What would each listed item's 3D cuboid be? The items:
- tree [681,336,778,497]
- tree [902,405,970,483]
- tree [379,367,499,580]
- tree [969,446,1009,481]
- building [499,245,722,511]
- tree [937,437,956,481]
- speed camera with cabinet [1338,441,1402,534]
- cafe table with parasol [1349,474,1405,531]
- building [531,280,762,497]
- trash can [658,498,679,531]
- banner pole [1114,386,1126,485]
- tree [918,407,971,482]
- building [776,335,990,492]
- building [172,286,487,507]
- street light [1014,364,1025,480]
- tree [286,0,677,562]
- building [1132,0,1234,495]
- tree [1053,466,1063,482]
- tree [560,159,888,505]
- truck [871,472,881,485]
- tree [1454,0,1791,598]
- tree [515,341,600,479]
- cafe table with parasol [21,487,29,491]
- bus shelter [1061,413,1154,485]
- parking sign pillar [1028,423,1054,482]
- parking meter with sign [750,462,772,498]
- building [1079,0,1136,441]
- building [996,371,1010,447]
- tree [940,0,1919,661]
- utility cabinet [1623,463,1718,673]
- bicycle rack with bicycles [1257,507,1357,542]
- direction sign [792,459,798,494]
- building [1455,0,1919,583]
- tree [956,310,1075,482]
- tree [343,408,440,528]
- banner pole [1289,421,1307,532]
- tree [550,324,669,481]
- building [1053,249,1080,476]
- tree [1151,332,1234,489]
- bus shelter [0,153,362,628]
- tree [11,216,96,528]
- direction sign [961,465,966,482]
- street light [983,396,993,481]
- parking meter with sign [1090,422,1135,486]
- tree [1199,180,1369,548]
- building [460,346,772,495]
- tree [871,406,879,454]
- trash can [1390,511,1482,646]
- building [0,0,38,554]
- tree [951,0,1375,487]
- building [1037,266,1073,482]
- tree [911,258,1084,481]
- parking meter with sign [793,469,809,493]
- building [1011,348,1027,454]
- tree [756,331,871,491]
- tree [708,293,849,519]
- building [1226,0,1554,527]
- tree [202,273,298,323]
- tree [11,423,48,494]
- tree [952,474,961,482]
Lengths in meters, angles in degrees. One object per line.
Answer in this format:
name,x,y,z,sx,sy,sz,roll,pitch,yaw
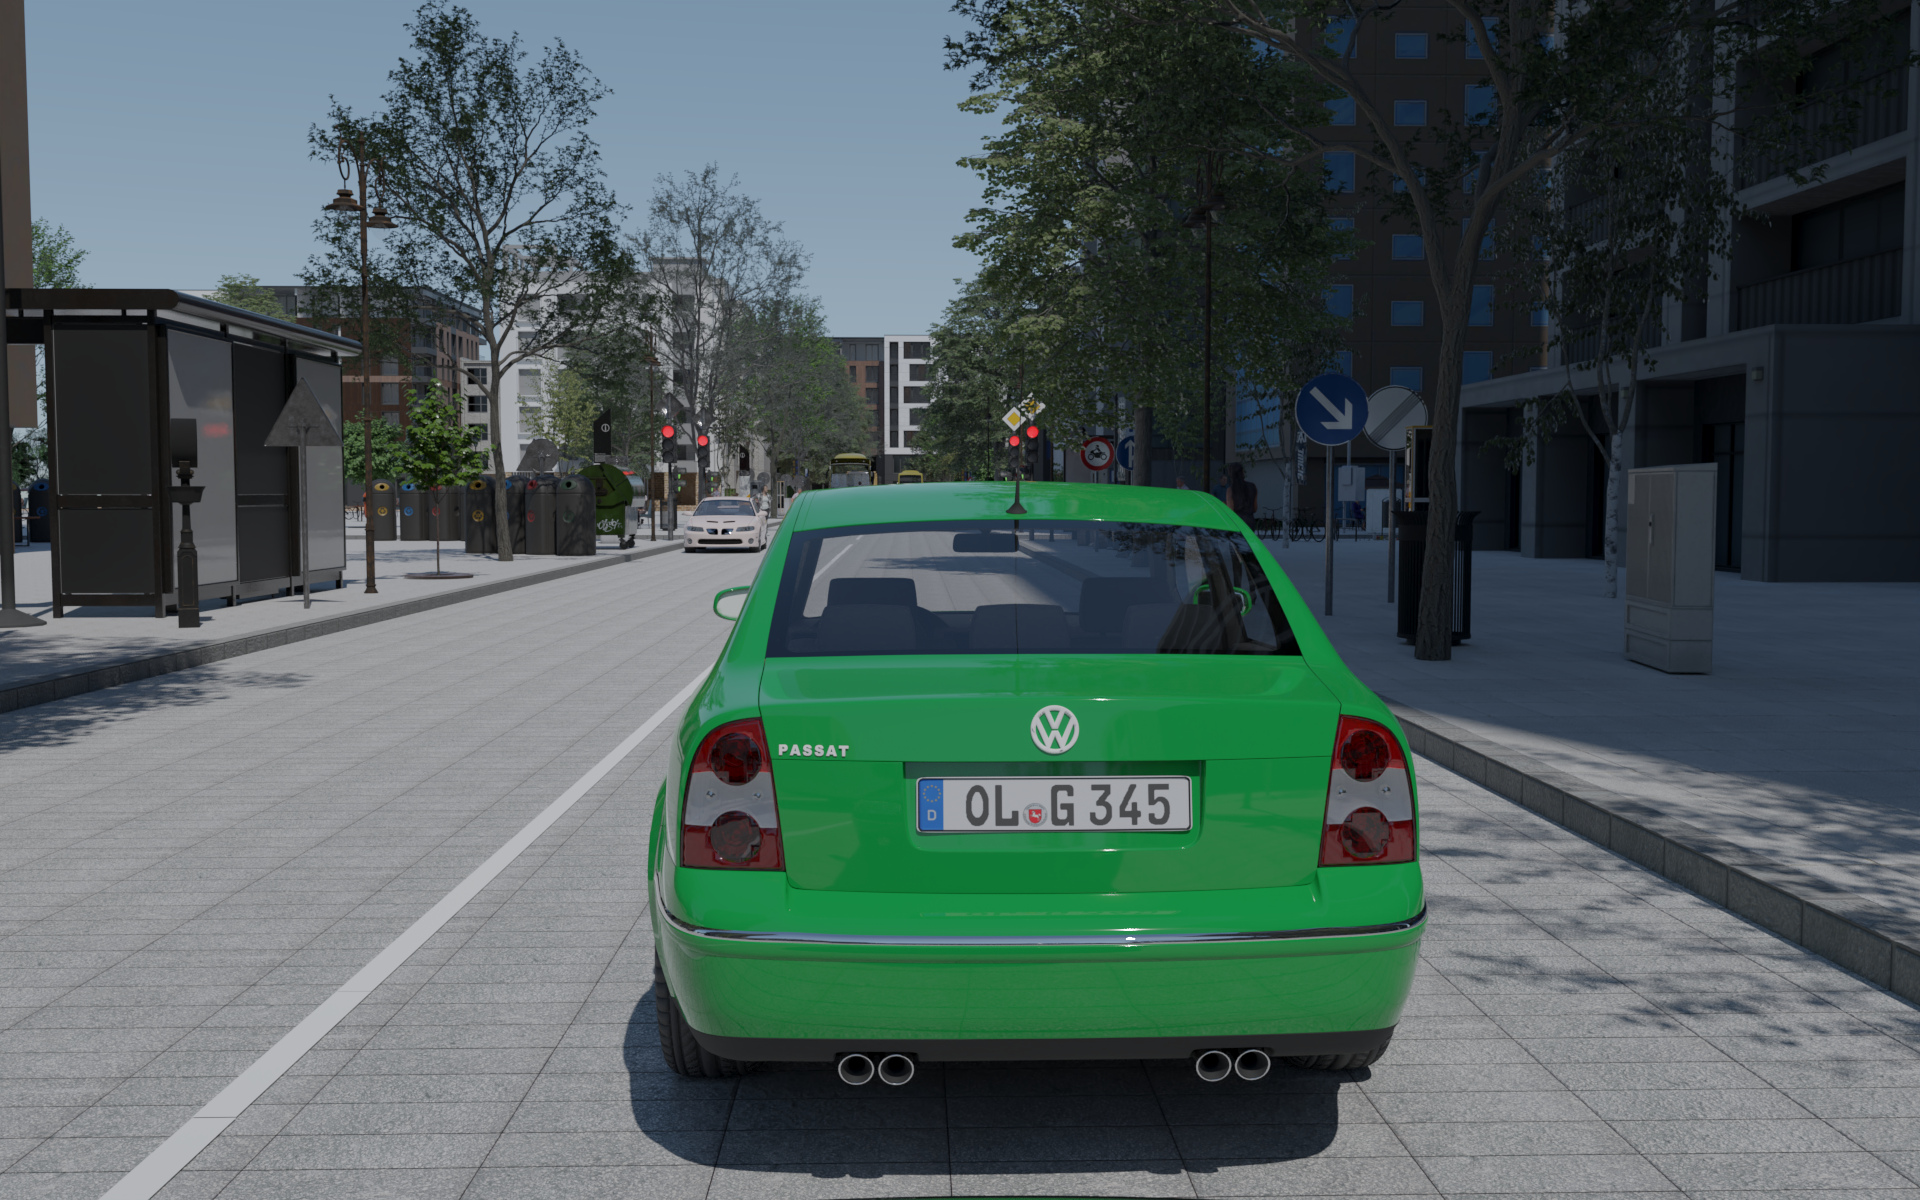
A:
tree,-10.234,-7.696,76.198,4.360,8.622,3.978,0,3,0
tree,-2.158,-17.799,208.029,9.611,12.733,9.660,0,3,0
tree,-8.041,-1.936,26.251,1.663,3.219,1.824,0,3,0
tree,1.974,-7.263,102.460,4.285,4.588,4.351,0,3,0
building,-26.785,-17.106,136.104,16.016,20.091,11.380,0,4,-2
tree,1.792,-9.758,109.907,4.737,8.622,4.395,0,3,0
speed camera with cabinet,13.266,-3.773,56.024,0.660,3.252,2.038,-3,5,-45
cafe table with parasol,14.478,-3.386,60.219,2.610,1.966,2.610,0,4,-1
building,-28.092,-17.801,157.504,16.747,18.905,31.486,0,4,-2
trash can,-10.144,-2.975,60.292,0.748,1.137,0.748,0,3,0
banner pole,3.629,-3.028,39.529,0.401,3.779,0.863,-1,4,-15
tree,-0.951,-16.596,197.097,9.928,11.665,9.643,0,3,0
building,-12.280,-23.967,235.832,32.646,21.610,27.936,0,4,-2
building,-69.040,-20.787,183.838,32.646,21.610,27.936,0,4,-2
street light,2.032,-5.163,57.208,0.468,5.910,1.993,0,4,-2
tree,-9.004,-6.009,32.662,7.601,10.594,8.767,-1,4,-17
building,15.583,-19.326,87.676,14.160,30.474,14.107,0,4,-2
tree,6.156,-6.570,102.015,1.663,3.219,1.824,0,3,0
tree,-9.687,-9.418,64.350,12.009,13.543,11.850,0,3,0
truck,-8.516,-9.442,150.300,3.469,3.379,9.791,0,4,-2
tree,8.100,-4.344,21.391,4.360,8.622,3.978,0,3,0
tree,-18.934,-8.068,82.274,4.737,8.622,4.395,0,3,0
cafe table with parasol,-49.696,-5.470,94.301,2.610,1.966,2.610,-2,4,-27
bus shelter,3.766,-3.198,46.216,2.014,3.302,5.546,0,4,-2
parking sign pillar,2.944,-4.576,63.283,1.447,3.967,1.447,-1,4,-23
parking meter with sign,-11.216,-6.058,95.302,1.738,3.016,0.543,0,4,-3
building,18.607,-35.109,116.030,21.231,58.520,28.212,0,4,-2
building,20.461,-22.336,231.650,31.486,18.905,16.747,0,4,-2
tree,3.534,-4.795,12.812,8.767,10.594,7.601,1,4,20
utility cabinet,5.217,-0.251,12.788,0.318,1.500,1.173,0,4,6
bicycle rack with bicycles,9.576,-2.069,47.208,2.852,0.926,2.925,0,4,-6
direction sign,-10.644,-7.330,111.848,0.379,3.537,0.876,1,4,17
building,21.765,-36.056,27.769,20.563,71.187,20.611,0,4,-2
tree,2.807,-7.182,67.790,4.737,8.622,4.395,0,3,0
tree,-22.482,-5.019,65.779,4.285,4.588,4.351,0,3,0
banner pole,11.221,-4.143,57.763,0.863,3.779,0.401,3,5,42
tree,-24.703,-13.317,124.395,9.857,13.997,8.962,0,3,0
building,15.666,-17.184,137.376,16.016,20.091,11.380,0,4,-2
tree,9.845,-7.737,76.870,4.737,8.622,4.395,0,3,0
bus shelter,-9.071,-2.540,19.153,2.179,5.291,8.768,0,4,-2
tree,-35.411,-8.471,64.253,9.928,11.665,9.643,0,3,0
direction sign,0.258,-7.540,115.281,0.379,3.537,0.876,1,4,21
street light,1.332,-6.650,81.517,0.468,5.910,1.993,0,4,-2
parking meter with sign,3.549,-2.811,42.227,0.543,3.016,1.738,-3,4,-39
tree,7.714,-5.542,40.977,4.360,8.622,3.978,0,3,0
building,-36.627,-19.777,189.804,31.486,18.905,16.747,0,4,-2
tree,-12.910,-16.190,171.360,9.857,13.997,8.962,0,3,0
trash can,4.042,-0.189,14.747,0.748,1.137,0.748,0,3,0
building,-26.777,-23.176,29.046,14.200,45.320,14.600,0,4,-2
tree,3.459,-6.833,29.845,7.486,12.596,7.792,0,3,0
building,21.337,-20.060,171.961,27.936,21.610,32.646,0,4,-2
tree,1.922,-11.242,90.467,9.857,13.997,8.962,0,3,0
parking meter with sign,-11.233,-7.460,118.237,1.738,3.016,0.543,-1,4,-22
building,13.839,-20.633,193.763,16.016,20.091,11.380,0,4,-2
tree,-12.209,-14.092,137.060,9.857,13.997,8.962,0,3,0
tree,-9.593,-10.018,89.552,9.928,11.665,9.643,0,3,0
building,19.495,-25.805,72.027,14.200,45.320,14.600,0,4,-2
tree,-36.672,-10.473,89.356,7.486,12.596,7.792,0,3,0
tree,-67.006,-9.272,114.505,11.467,7.101,20.602,0,4,-7
tree,-0.184,-10.287,162.794,1.663,3.219,1.824,0,3,0
